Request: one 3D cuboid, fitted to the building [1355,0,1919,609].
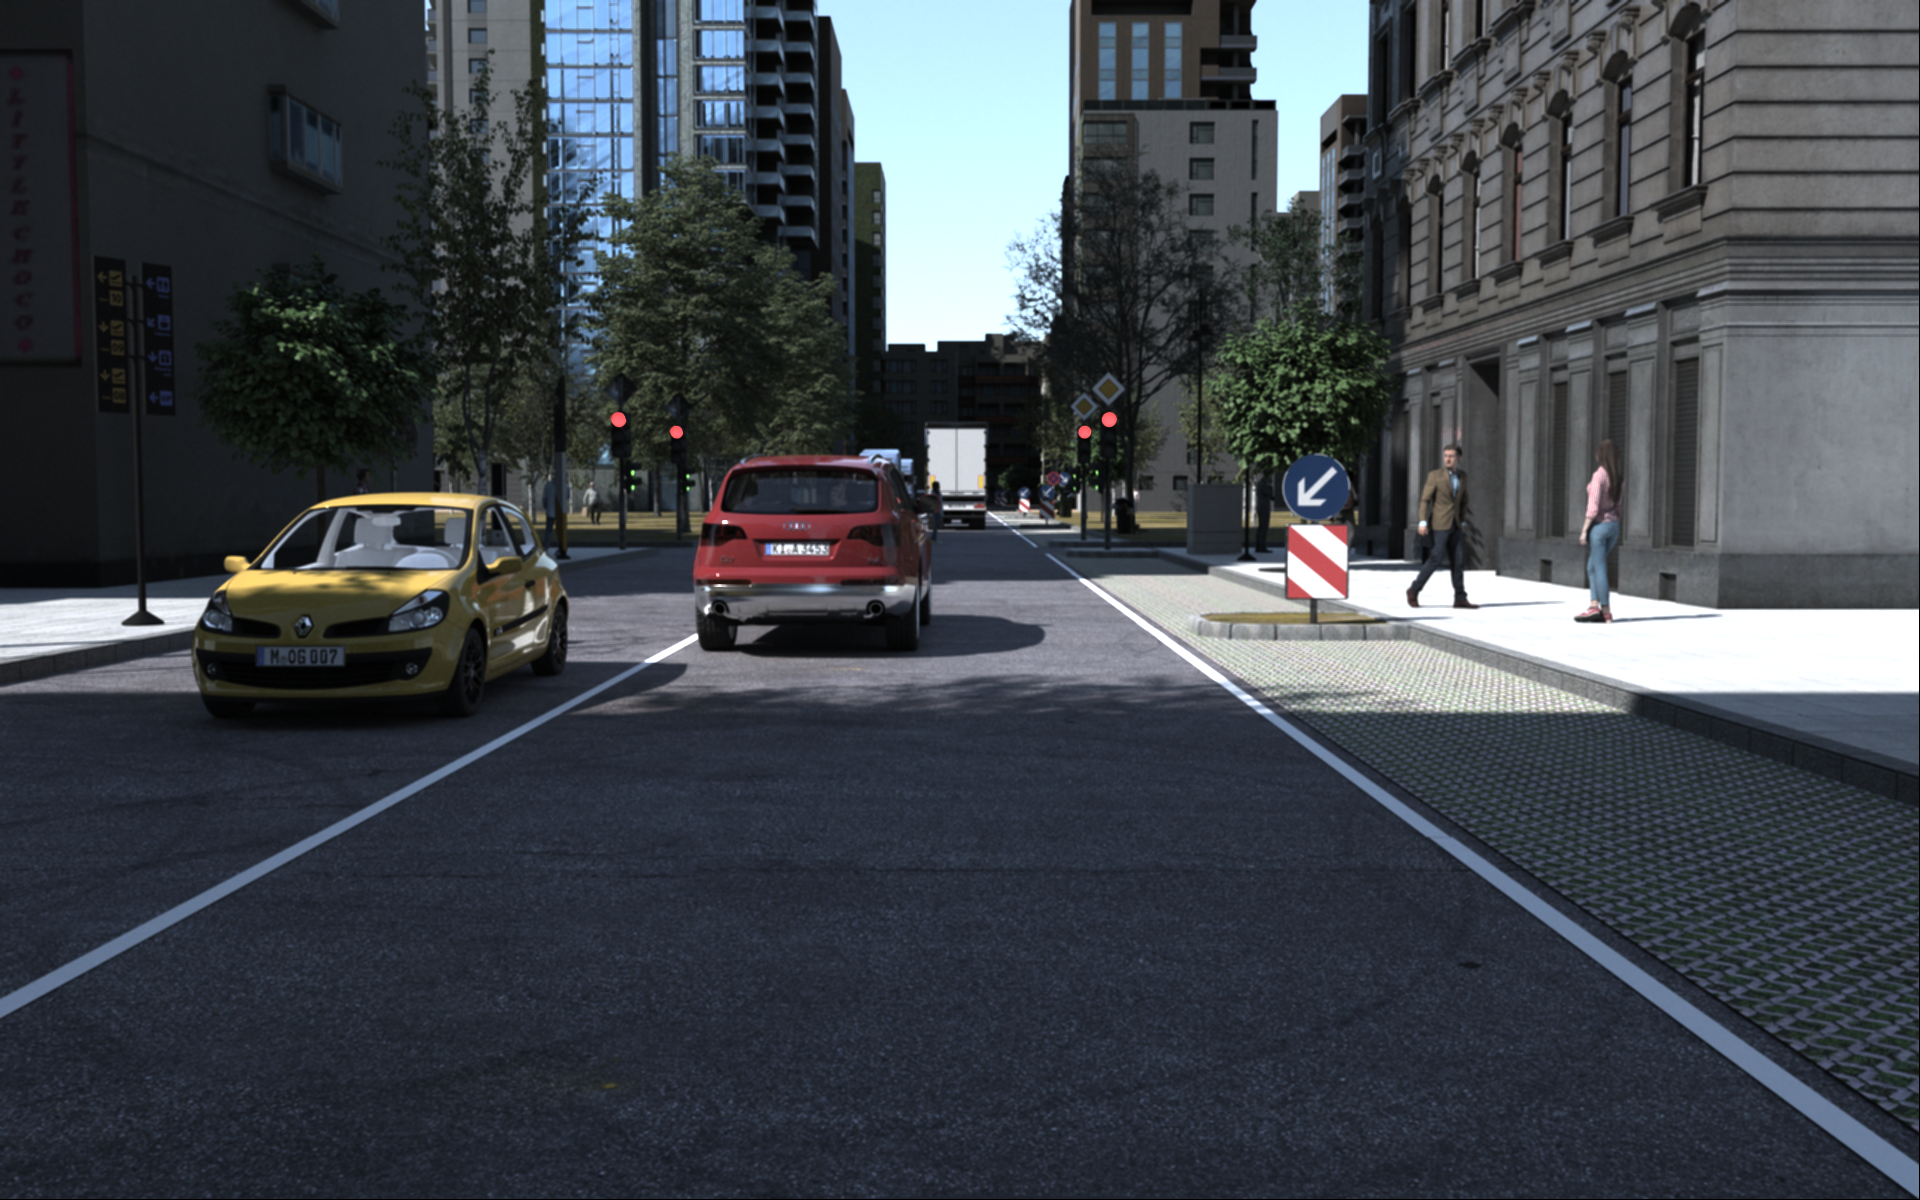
[{"bbox_3d":[13.119,-10.909,27.513,9.793,20.994,18.267,0,3,0],"label":"building"}]

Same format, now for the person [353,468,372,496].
[{"bbox_3d":[-10.326,-1.401,29.786,0.643,1.720,0.563,-2,4,-27],"label":"person"}]

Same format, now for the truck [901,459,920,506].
[{"bbox_3d":[-4.577,-9.106,138.648,2.967,4.110,18.799,0,4,1],"label":"truck"}]

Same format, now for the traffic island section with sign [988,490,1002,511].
[{"bbox_3d":[3.646,-8.644,149.957,1.989,1.847,2.006,0,3,0],"label":"traffic island section with sign"}]

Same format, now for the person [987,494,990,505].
[{"bbox_3d":[2.972,-10.611,185.221,0.421,1.427,0.697,-2,4,-34],"label":"person"}]

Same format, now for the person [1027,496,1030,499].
[{"bbox_3d":[6.506,-9.858,167.939,0.721,1.735,1.217,2,4,32],"label":"person"}]

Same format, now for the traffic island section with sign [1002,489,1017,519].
[{"bbox_3d":[3.560,-5.559,99.525,1.989,1.847,2.006,0,3,0],"label":"traffic island section with sign"}]

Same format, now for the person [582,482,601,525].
[{"bbox_3d":[-15.203,-3.968,71.401,0.782,1.767,0.515,-2,4,-27],"label":"person"}]

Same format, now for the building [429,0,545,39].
[{"bbox_3d":[-40.876,-39.299,184.545,28.212,58.520,21.231,0,3,0],"label":"building"}]

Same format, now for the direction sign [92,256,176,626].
[{"bbox_3d":[-8.035,-1.525,16.925,0.379,3.537,0.876,2,4,25],"label":"direction sign"}]

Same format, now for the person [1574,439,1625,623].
[{"bbox_3d":[6.411,-0.687,17.282,0.388,1.821,0.555,3,5,45],"label":"person"}]

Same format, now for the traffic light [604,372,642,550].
[{"bbox_3d":[-7.772,-3.117,39.877,0.839,4.253,0.868,0,3,0],"label":"traffic light"}]

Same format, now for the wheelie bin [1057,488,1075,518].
[{"bbox_3d":[5.823,-5.306,94.660,0.980,1.594,0.693,0,4,-3],"label":"wheelie bin"}]

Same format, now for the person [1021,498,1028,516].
[{"bbox_3d":[3.991,-5.989,106.910,0.515,1.767,0.782,1,4,15],"label":"person"}]

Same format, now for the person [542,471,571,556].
[{"bbox_3d":[-8.389,-1.809,35.883,0.793,1.790,0.793,3,5,44],"label":"person"}]

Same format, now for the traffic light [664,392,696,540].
[{"bbox_3d":[-7.757,-3.605,47.863,0.839,4.253,0.868,0,3,0],"label":"traffic light"}]

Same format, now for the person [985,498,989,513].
[{"bbox_3d":[1.824,-7.179,129.105,0.697,1.427,0.421,-2,4,-30],"label":"person"}]

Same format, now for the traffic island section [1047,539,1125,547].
[{"bbox_3d":[3.445,-1.571,47.971,2.009,0.180,2.903,0,3,0],"label":"traffic island section"}]

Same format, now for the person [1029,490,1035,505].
[{"bbox_3d":[8.065,-11.684,197.764,1.217,1.739,0.721,-2,4,-25],"label":"person"}]

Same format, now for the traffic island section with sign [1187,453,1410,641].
[{"bbox_3d":[3.387,-0.558,17.753,1.989,1.847,2.006,0,3,0],"label":"traffic island section with sign"}]

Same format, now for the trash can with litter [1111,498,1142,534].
[{"bbox_3d":[5.416,-2.734,56.095,0.624,1.170,1.055,3,5,42],"label":"trash can with litter"}]

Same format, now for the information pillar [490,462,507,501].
[{"bbox_3d":[-10.603,-2.161,39.822,0.304,2.012,0.304,0,4,-2],"label":"information pillar"}]

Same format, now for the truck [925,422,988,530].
[{"bbox_3d":[-0.152,-5.138,72.919,2.839,4.237,11.283,0,4,0],"label":"truck"}]

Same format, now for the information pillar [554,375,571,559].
[{"bbox_3d":[-7.887,-2.621,34.202,0.183,3.616,0.504,-2,4,-31],"label":"information pillar"}]

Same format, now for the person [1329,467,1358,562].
[{"bbox_3d":[7.317,-1.658,33.117,0.622,1.834,0.822,2,4,27],"label":"person"}]

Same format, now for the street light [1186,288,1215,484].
[{"bbox_3d":[5.412,-4.057,39.114,0.468,5.910,1.993,0,3,0],"label":"street light"}]

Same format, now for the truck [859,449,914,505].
[{"bbox_3d":[-4.593,-7.350,109.938,2.967,4.110,18.799,0,4,1],"label":"truck"}]

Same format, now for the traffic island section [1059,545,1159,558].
[{"bbox_3d":[3.429,-1.083,39.986,2.009,0.180,2.903,0,3,0],"label":"traffic island section"}]

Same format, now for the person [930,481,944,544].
[{"bbox_3d":[-0.693,-2.501,49.652,0.793,1.790,0.793,-2,4,-25],"label":"person"}]

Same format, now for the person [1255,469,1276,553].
[{"bbox_3d":[6.703,-1.961,37.904,0.447,1.846,0.655,0,4,-7],"label":"person"}]

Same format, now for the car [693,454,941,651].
[{"bbox_3d":[-1.353,-0.533,17.393,2.281,1.827,5.304,0,4,1],"label":"car"}]

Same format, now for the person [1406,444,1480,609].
[{"bbox_3d":[5.415,-0.826,19.455,0.836,1.842,0.656,2,4,35],"label":"person"}]

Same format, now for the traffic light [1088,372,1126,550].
[{"bbox_3d":[3.389,-3.116,39.872,0.839,4.253,0.868,0,3,0],"label":"traffic light"}]

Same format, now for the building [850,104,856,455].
[{"bbox_3d":[-18.931,-32.921,188.373,14.200,45.320,14.600,0,3,0],"label":"building"}]

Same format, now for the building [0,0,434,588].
[{"bbox_3d":[-22.214,-24.636,26.504,21.600,48.544,21.300,0,3,0],"label":"building"}]

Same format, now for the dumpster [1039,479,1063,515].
[{"bbox_3d":[5.599,-6.313,105.707,1.502,2.255,1.985,0,4,0],"label":"dumpster"}]

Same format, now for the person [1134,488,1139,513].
[{"bbox_3d":[10.919,-6.226,108.504,0.731,1.740,0.598,2,4,24],"label":"person"}]

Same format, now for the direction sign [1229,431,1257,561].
[{"bbox_3d":[5.543,-2.531,33.380,0.379,3.537,0.876,-3,5,-43],"label":"direction sign"}]

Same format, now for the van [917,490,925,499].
[{"bbox_3d":[-3.792,-9.787,167.022,2.013,2.044,4.112,0,4,0],"label":"van"}]

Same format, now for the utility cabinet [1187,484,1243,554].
[{"bbox_3d":[5.416,-1.724,36.870,1.173,1.500,0.318,-1,4,-21],"label":"utility cabinet"}]

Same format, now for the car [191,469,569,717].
[{"bbox_3d":[-3.985,-0.129,12.334,2.015,1.641,3.980,0,4,-1],"label":"car"}]

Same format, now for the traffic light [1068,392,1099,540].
[{"bbox_3d":[3.405,-3.605,47.857,0.839,4.253,0.868,0,3,0],"label":"traffic light"}]

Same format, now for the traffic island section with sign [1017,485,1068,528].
[{"bbox_3d":[3.503,-3.911,72.570,1.989,1.847,2.006,0,3,0],"label":"traffic island section with sign"}]
